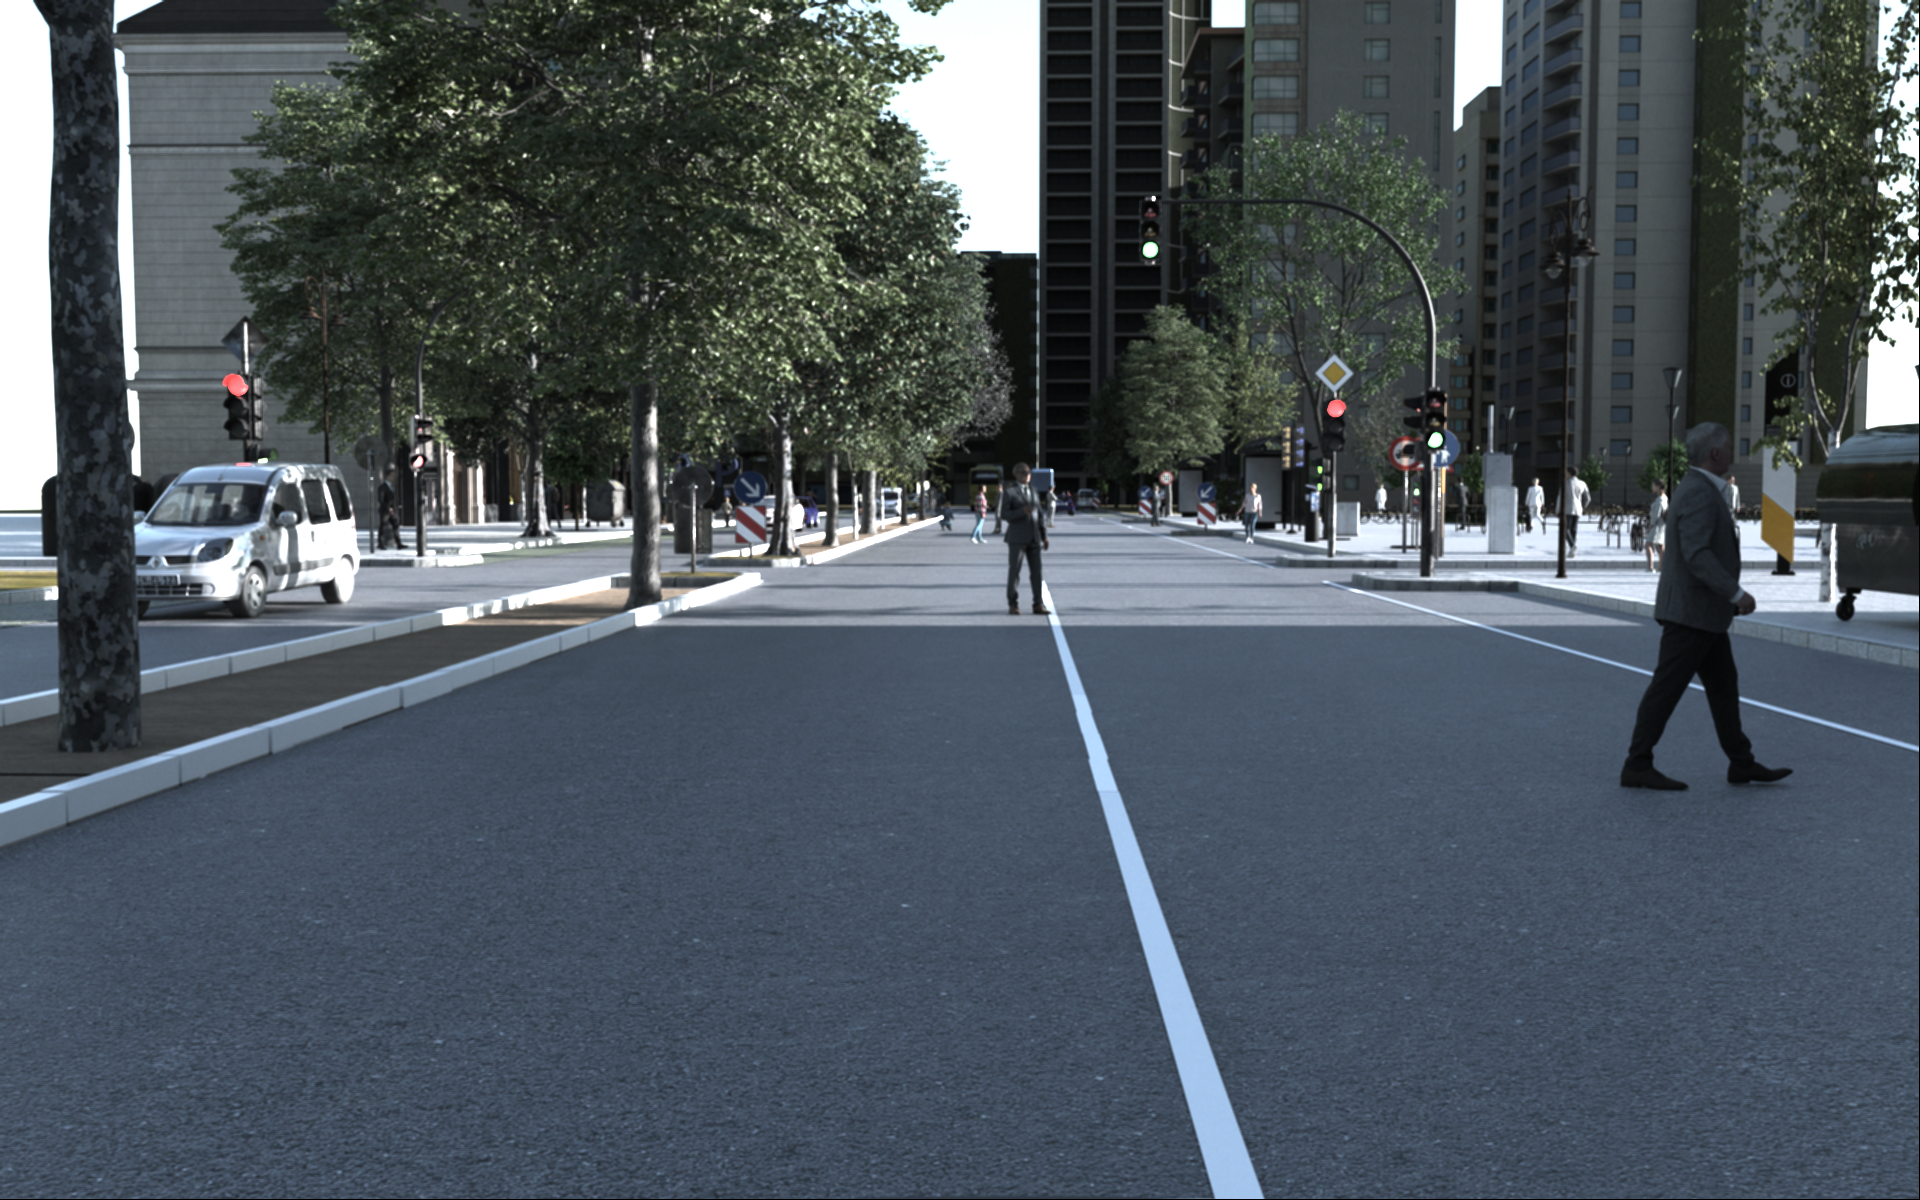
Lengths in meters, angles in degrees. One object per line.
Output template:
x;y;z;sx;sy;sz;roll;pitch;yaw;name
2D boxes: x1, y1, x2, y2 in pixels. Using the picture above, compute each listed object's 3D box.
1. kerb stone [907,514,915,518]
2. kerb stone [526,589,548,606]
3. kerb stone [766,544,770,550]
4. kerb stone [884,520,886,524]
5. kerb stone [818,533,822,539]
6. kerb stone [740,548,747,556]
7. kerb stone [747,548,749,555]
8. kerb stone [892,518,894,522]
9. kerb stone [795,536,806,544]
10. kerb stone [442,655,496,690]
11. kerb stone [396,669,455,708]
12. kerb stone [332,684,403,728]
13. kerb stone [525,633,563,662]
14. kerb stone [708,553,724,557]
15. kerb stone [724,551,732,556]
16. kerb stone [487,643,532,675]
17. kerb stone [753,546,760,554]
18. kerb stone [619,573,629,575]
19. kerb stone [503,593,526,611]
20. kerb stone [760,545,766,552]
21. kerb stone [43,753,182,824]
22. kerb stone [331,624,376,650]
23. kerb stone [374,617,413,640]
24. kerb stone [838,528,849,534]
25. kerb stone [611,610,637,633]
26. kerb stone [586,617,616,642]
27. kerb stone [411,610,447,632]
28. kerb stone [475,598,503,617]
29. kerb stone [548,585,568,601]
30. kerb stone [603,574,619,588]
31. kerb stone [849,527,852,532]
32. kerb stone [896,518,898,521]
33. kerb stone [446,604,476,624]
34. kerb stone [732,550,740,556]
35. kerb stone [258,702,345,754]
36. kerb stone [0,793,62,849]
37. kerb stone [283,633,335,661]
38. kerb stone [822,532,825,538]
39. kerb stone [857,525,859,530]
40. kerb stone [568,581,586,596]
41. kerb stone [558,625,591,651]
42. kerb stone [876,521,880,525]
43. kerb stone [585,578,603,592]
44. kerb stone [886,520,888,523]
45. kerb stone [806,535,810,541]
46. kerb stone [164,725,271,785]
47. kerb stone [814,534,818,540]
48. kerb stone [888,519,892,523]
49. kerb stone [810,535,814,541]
-3.019;-5.125;105.994;0.120;0.150;1.000;0;4;2;kerb stone
-5.562;-0.015;22.444;0.120;0.150;1.000;0;4;2;kerb stone
-4.925;-1.300;43.477;0.120;0.150;1.000;0;4;2;kerb stone
-3.730;-3.682;82.416;0.120;0.150;1.000;0;4;2;kerb stone
-4.573;-1.990;54.767;0.120;0.150;1.000;0;4;2;kerb stone
-5.045;-1.049;39.383;0.120;0.150;1.000;0;4;2;kerb stone
-5.016;-1.108;40.405;0.120;0.150;1.000;0;4;2;kerb stone
-3.573;-3.998;87.555;0.120;0.150;1.000;0;4;2;kerb stone
-4.707;-1.742;50.670;0.120;0.150;1.000;0;4;2;kerb stone
-3.744;0.556;13.118;0.120;0.150;1.000;0;4;2;kerb stone
-3.768;0.624;12.095;0.120;0.150;1.000;0;4;2;kerb stone
-3.816;0.682;11.069;0.120;0.150;1.000;0;4;2;kerb stone
-3.692;0.430;15.162;0.120;0.150;1.000;0;4;2;kerb stone
-5.140;-0.862;36.308;0.120;0.150;1.000;0;4;2;kerb stone
-5.115;-0.926;37.330;0.120;0.150;1.000;0;4;2;kerb stone
-3.715;0.493;14.140;0.120;0.150;1.000;0;4;2;kerb stone
-4.988;-1.174;41.428;0.120;0.150;1.000;0;4;2;kerb stone
-5.406;-0.324;27.558;0.120;0.150;1.000;0;4;2;kerb stone
-5.595;0.047;21.420;0.120;0.150;1.000;0;4;2;kerb stone
-4.961;-1.239;42.450;0.120;0.150;1.000;0;4;2;kerb stone
-3.908;0.869;8.001;0.120;0.150;1.000;0;4;2;kerb stone
-5.756;0.362;16.269;0.120;0.150;1.000;0;4;2;kerb stone
-5.720;0.299;17.299;0.120;0.150;1.000;0;4;2;kerb stone
-4.298;-2.556;63.981;0.120;0.150;1.000;0;4;2;kerb stone
-3.596;0.244;18.233;0.120;0.150;1.000;0;4;2;kerb stone
-3.621;0.307;17.212;0.120;0.150;1.000;0;4;2;kerb stone
-5.682;0.236;18.330;0.120;0.150;1.000;0;4;2;kerb stone
-5.625;0.110;20.394;0.120;0.150;1.000;0;4;2;kerb stone
-5.542;-0.074;23.466;0.120;0.150;1.000;0;4;2;kerb stone
-5.437;-0.265;26.536;0.120;0.150;1.000;0;4;2;kerb stone
-4.265;-2.618;65.003;0.120;0.150;1.000;0;4;2;kerb stone
-3.486;-4.182;90.621;0.120;0.150;1.000;0;4;2;kerb stone
-5.658;0.176;19.362;0.120;0.150;1.000;0;4;2;kerb stone
-5.075;-0.987;38.354;0.120;0.150;1.000;0;4;2;kerb stone
-3.836;0.743;10.047;0.120;0.150;1.000;0;4;2;kerb stone
-3.934;0.936;6.980;0.120;0.150;1.000;0;4;2;kerb stone
-5.779;0.425;15.247;0.120;0.150;1.000;0;4;2;kerb stone
-4.546;-2.055;55.795;0.120;0.150;1.000;0;4;2;kerb stone
-4.173;-2.806;68.068;0.120;0.150;1.000;0;4;2;kerb stone
-5.502;-0.132;24.488;0.120;0.150;1.000;0;4;2;kerb stone
-3.656;0.367;16.187;0.120;0.150;1.000;0;4;2;kerb stone
-3.764;-3.620;81.377;0.120;0.150;1.000;0;4;2;kerb stone
-5.468;-0.203;25.512;0.120;0.150;1.000;0;4;2;kerb stone
-3.702;-3.746;83.447;0.120;0.150;1.000;0;4;2;kerb stone
-4.673;-1.803;51.692;0.120;0.150;1.000;0;4;2;kerb stone
-3.876;0.806;9.024;0.120;0.150;1.000;0;4;2;kerb stone
-4.614;-1.930;53.745;0.120;0.150;1.000;0;4;2;kerb stone
-3.604;-3.935;86.534;0.120;0.150;1.000;0;4;2;kerb stone
-4.645;-1.863;52.724;0.120;0.150;1.000;0;4;2;kerb stone
